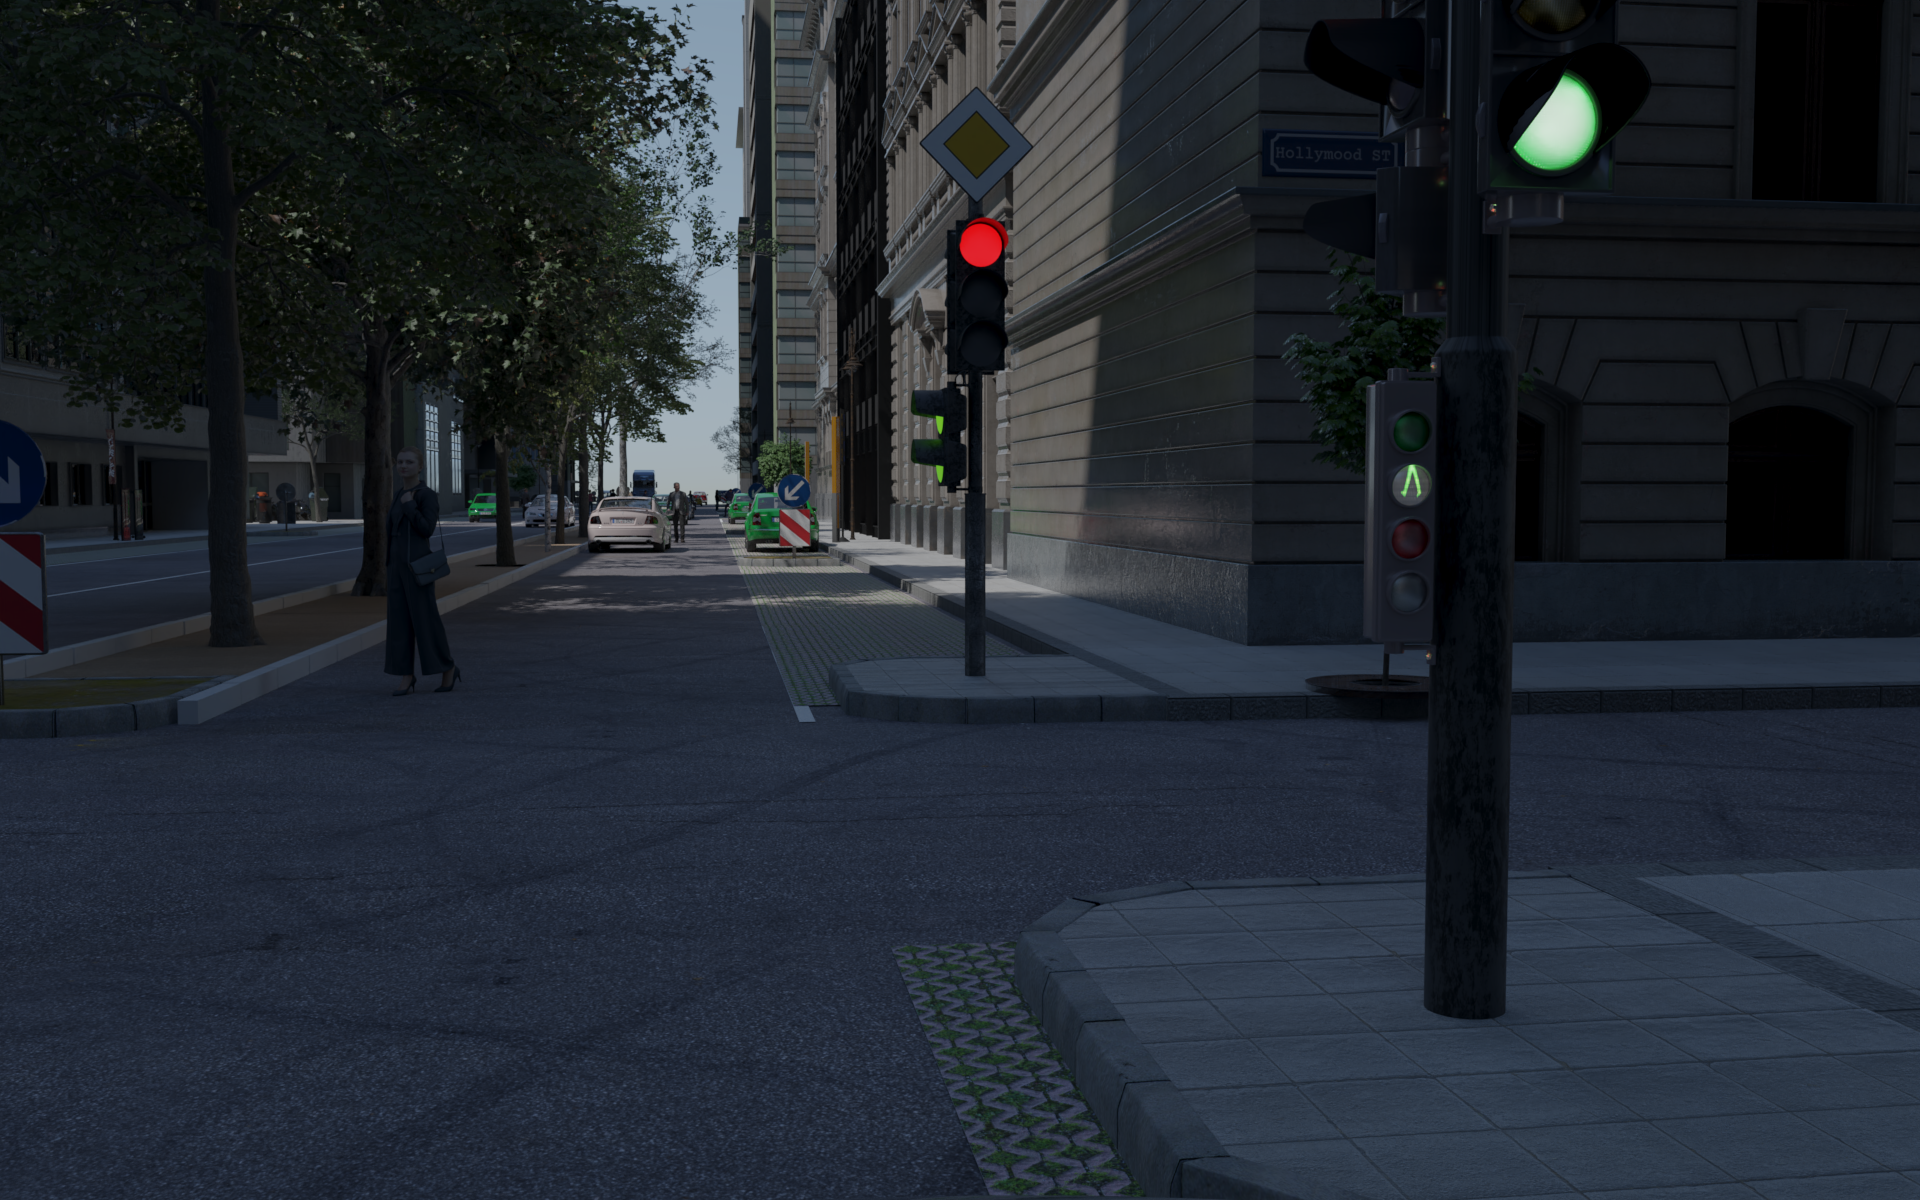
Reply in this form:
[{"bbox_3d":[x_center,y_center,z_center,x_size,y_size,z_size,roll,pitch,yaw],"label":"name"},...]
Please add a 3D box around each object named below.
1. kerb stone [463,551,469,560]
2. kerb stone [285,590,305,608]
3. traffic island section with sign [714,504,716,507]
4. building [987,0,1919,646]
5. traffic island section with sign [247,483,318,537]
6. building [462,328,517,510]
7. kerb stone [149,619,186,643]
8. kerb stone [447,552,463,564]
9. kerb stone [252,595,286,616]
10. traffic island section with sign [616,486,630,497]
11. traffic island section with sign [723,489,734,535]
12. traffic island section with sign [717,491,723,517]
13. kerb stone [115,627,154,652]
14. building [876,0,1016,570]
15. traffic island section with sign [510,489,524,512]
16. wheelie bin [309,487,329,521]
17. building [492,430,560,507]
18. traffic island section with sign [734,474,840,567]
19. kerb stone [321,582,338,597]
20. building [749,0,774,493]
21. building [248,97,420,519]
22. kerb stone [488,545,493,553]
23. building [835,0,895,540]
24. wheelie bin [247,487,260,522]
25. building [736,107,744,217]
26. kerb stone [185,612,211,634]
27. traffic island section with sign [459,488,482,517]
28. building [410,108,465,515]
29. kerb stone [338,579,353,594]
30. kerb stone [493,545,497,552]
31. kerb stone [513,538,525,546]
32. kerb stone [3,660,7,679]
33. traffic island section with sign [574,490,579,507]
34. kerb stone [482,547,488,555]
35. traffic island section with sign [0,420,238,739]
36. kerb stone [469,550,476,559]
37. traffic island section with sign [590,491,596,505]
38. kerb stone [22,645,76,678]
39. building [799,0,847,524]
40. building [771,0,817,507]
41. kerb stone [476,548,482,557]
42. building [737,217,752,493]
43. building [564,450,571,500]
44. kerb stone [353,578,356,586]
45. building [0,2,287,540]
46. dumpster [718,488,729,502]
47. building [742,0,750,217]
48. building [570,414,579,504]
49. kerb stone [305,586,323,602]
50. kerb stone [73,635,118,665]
[{"bbox_3d":[-10.757,-0.925,37.315,0.120,0.150,1.000,-1,4,-8],"label":"kerb stone"},{"bbox_3d":[-8.557,0.008,22.068,0.120,0.150,1.000,-1,4,-8],"label":"kerb stone"},{"bbox_3d":[-18.292,-7.879,137.448,1.989,1.847,2.006,-1,4,-8],"label":"traffic island section with sign"},{"bbox_3d":[18.447,-12.372,21.362,34.723,24.649,14.460,-1,4,-8],"label":"building"},{"bbox_3d":[-23.044,-3.084,59.048,1.989,1.847,2.006,-1,4,-8],"label":"traffic island section with sign"},{"bbox_3d":[-51.399,-33.699,140.215,28.713,52.752,27.495,-1,4,-8],"label":"building"},{"bbox_3d":[-7.828,0.319,16.984,0.120,0.150,1.000,-1,4,-8],"label":"kerb stone"},{"bbox_3d":[-10.607,-0.862,36.297,0.120,0.150,1.000,-1,4,-8],"label":"kerb stone"},{"bbox_3d":[-8.414,0.072,21.048,0.120,0.150,1.000,-1,4,-8],"label":"kerb stone"},{"bbox_3d":[-16.665,-4.726,85.406,2.006,1.907,1.989,-1,4,-8],"label":"traffic island section with sign"},{"bbox_3d":[-7.326,-3.237,61.549,1.989,1.847,2.006,-1,4,-8],"label":"traffic island section with sign"},{"bbox_3d":[-14.375,-6.223,110.378,1.989,1.847,2.006,-1,4,-8],"label":"traffic island section with sign"},{"bbox_3d":[-7.680,0.382,15.973,0.120,0.150,1.000,-1,4,-8],"label":"kerb stone"},{"bbox_3d":[4.146,-12.804,38.224,11.050,23.489,19.941,-1,4,-8],"label":"building"},{"bbox_3d":[-34.005,-7.721,134.873,1.989,1.847,2.006,-1,4,-8],"label":"traffic island section with sign"},{"bbox_3d":[-30.083,-4.482,81.187,0.693,1.594,0.980,1,4,21],"label":"wheelie bin"},{"bbox_3d":[-53.432,-38.921,178.351,21.231,58.520,28.212,-1,4,-8],"label":"building"},{"bbox_3d":[-3.478,-1.605,34.868,1.989,1.847,2.006,-1,4,-8],"label":"traffic island section with sign"},{"bbox_3d":[-8.856,-0.116,24.095,0.120,0.150,1.000,-1,4,-8],"label":"kerb stone"},{"bbox_3d":[-7.450,-32.320,152.135,21.300,48.544,21.600,-1,4,-8],"label":"building"},{"bbox_3d":[-36.912,-19.501,90.541,14.160,30.474,14.107,-1,4,-8],"label":"building"},{"bbox_3d":[-11.349,-1.174,41.383,0.120,0.150,1.000,-1,4,-8],"label":"kerb stone"},{"bbox_3d":[2.672,-13.879,56.595,12.332,23.373,15.834,-1,4,-8],"label":"building"},{"bbox_3d":[-32.181,-4.319,78.521,0.980,1.594,0.693,0,4,-3],"label":"wheelie bin"},{"bbox_3d":[-15.280,-39.346,232.552,28.713,52.752,27.495,-1,4,-8],"label":"building"},{"bbox_3d":[-7.970,0.261,18.007,0.120,0.150,1.000,-1,4,-8],"label":"kerb stone"},{"bbox_3d":[-30.129,-6.081,108.050,1.989,1.847,2.006,-1,4,-8],"label":"traffic island section with sign"},{"bbox_3d":[-43.969,-48.800,110.560,22.319,86.520,31.000,-1,4,-8],"label":"building"},{"bbox_3d":[-8.999,-0.178,25.113,0.120,0.150,1.000,-1,4,-8],"label":"kerb stone"},{"bbox_3d":[-11.493,-1.235,42.395,0.120,0.150,1.000,-1,4,-8],"label":"kerb stone"},{"bbox_3d":[-12.365,-1.604,48.486,0.120,0.150,1.000,-1,4,-8],"label":"kerb stone"},{"bbox_3d":[-7.239,0.567,12.931,0.120,0.150,1.000,-1,4,-8],"label":"kerb stone"},{"bbox_3d":[-42.069,-11.135,190.678,1.989,1.847,2.006,-1,4,-8],"label":"traffic island section with sign"},{"bbox_3d":[-11.199,-1.108,40.373,0.120,0.150,1.000,-1,4,-8],"label":"kerb stone"},{"bbox_3d":[-5.916,-0.177,11.038,2.006,1.907,1.989,-1,4,-8],"label":"traffic island section with sign"},{"bbox_3d":[-10.906,-0.988,38.343,0.120,0.150,1.000,-1,4,-8],"label":"kerb stone"},{"bbox_3d":[-45.908,-12.767,217.359,1.989,1.847,2.006,-1,4,-8],"label":"traffic island section with sign"},{"bbox_3d":[-7.386,0.505,13.942,0.120,0.150,1.000,-1,4,-8],"label":"kerb stone"},{"bbox_3d":[0.441,-17.663,76.187,14.401,28.519,23.554,-1,4,-8],"label":"building"},{"bbox_3d":[-4.171,-25.643,102.850,14.154,41.232,14.086,-1,4,-8],"label":"building"},{"bbox_3d":[-11.056,-1.049,39.354,0.120,0.150,1.000,-1,4,-8],"label":"kerb stone"},{"bbox_3d":[-16.371,-25.156,182.998,14.160,30.474,14.107,-1,4,-8],"label":"building"},{"bbox_3d":[-52.956,-26.233,200.614,14.160,30.474,14.107,-1,4,-8],"label":"building"},{"bbox_3d":[-9.152,-0.238,26.130,0.120,0.150,1.000,-1,4,-8],"label":"kerb stone"},{"bbox_3d":[-31.474,-14.275,52.457,14.314,24.678,30.058,-1,4,-8],"label":"building"},{"bbox_3d":[-33.087,-14.454,241.271,1.985,2.255,1.502,0,4,-8],"label":"dumpster"},{"bbox_3d":[-14.787,-40.472,203.709,21.231,58.520,28.212,-1,4,-8],"label":"building"},{"bbox_3d":[-59.828,-34.645,221.069,22.147,44.769,28.867,-1,4,-8],"label":"building"},{"bbox_3d":[-8.703,-0.050,23.080,0.120,0.150,1.000,-1,4,-8],"label":"kerb stone"},{"bbox_3d":[-7.529,0.442,14.962,0.120,0.150,1.000,-1,4,-8],"label":"kerb stone"}]
